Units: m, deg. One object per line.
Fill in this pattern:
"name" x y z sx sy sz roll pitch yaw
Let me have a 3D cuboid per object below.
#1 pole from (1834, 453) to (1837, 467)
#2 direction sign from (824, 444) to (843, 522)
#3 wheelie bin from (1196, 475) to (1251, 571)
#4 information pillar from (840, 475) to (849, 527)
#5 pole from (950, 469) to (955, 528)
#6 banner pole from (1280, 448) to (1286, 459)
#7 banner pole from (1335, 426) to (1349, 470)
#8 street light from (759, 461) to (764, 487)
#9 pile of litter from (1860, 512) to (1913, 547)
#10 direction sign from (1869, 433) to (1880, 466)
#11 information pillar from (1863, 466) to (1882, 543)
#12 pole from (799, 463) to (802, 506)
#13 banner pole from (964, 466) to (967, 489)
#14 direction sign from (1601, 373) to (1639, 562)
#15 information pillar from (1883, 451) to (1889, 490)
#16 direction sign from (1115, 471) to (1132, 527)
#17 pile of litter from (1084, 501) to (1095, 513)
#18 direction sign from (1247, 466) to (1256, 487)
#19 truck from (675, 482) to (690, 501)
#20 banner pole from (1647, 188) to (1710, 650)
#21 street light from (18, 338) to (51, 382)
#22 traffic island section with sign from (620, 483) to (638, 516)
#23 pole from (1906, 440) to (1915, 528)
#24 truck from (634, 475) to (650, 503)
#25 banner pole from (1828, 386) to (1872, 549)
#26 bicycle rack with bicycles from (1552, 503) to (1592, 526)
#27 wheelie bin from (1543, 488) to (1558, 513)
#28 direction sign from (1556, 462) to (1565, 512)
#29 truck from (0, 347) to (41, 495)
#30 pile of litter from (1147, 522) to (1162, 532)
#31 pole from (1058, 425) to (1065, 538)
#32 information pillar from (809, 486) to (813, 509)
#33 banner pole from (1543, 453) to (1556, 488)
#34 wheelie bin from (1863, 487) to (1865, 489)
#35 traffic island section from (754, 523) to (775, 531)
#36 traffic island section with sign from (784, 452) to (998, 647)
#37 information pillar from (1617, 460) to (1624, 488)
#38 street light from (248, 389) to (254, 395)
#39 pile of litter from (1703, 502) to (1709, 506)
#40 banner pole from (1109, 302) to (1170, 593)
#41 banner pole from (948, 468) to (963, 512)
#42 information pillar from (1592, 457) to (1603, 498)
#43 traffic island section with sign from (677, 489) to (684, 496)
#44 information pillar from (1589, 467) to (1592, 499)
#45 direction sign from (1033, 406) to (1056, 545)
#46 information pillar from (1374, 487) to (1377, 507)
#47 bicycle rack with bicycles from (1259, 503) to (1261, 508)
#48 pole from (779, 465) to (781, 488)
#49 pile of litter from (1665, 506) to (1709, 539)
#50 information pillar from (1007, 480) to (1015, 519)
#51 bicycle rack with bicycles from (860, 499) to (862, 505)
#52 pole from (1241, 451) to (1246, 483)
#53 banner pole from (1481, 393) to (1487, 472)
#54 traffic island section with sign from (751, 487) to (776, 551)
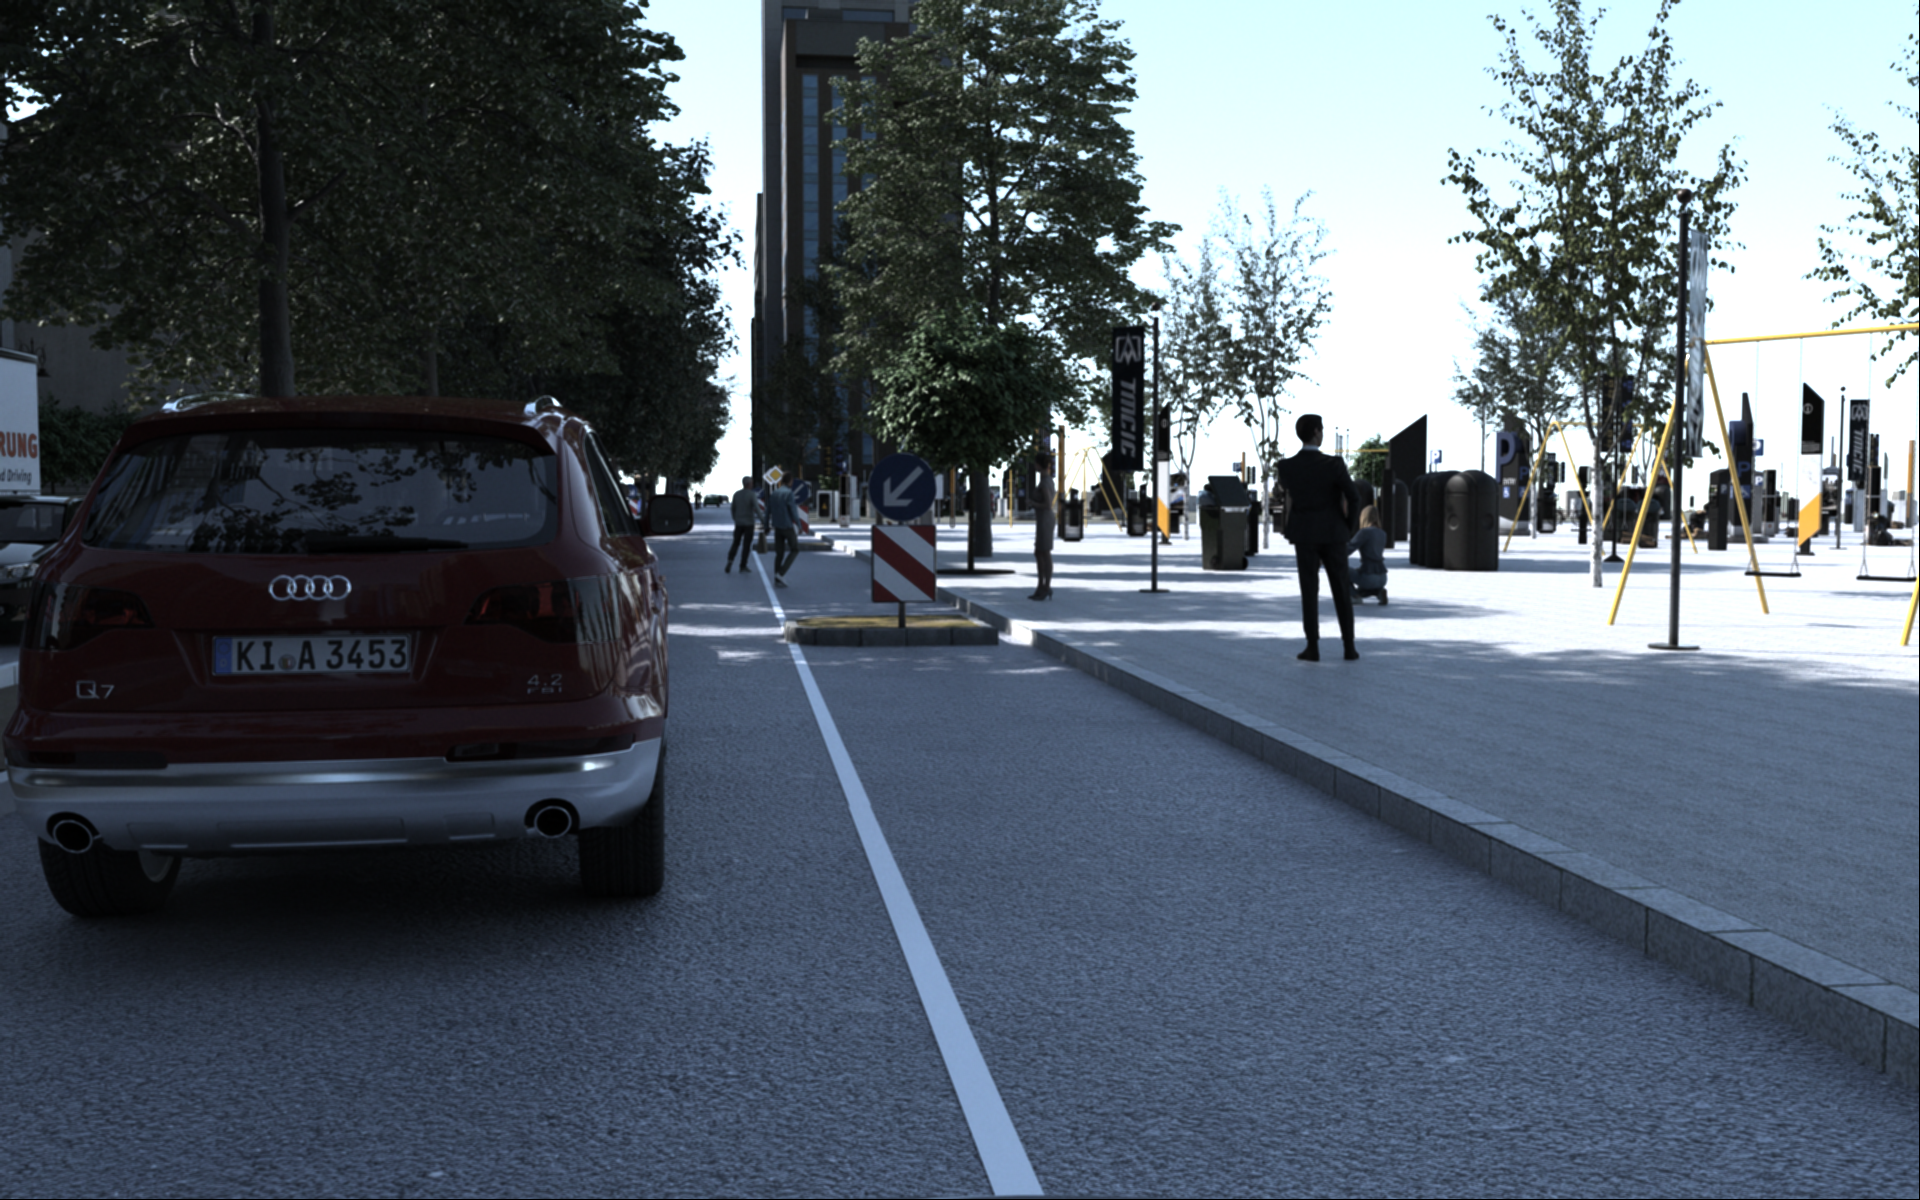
"pole" 43.884 -5.699 87.017 0.158 3.312 0.155 0 3 0
"direction sign" -5.725 -5.283 78.369 0.876 3.537 0.379 0 4 0
"wheelie bin" 4.423 -1.308 29.286 0.980 1.594 0.693 -2 4 -28
"information pillar" -4.441 -3.802 66.658 0.304 2.012 0.304 1 4 14
"pole" -0.280 -4.382 65.493 0.158 3.312 0.155 0 3 0
"banner pole" 17.541 -6.374 94.228 0.401 3.779 0.863 -1 4 -11
"banner pole" 14.046 -4.541 64.254 0.401 3.779 0.863 2 4 35
"street light" -26.185 -15.576 227.454 0.468 5.910 1.993 0 4 -8
"pile of litter" 23.053 -1.777 43.020 1.176 0.858 1.719 1 4 22
"direction sign" 34.150 -4.450 64.759 0.876 3.537 0.379 -3 5 -43
"information pillar" 24.111 -2.524 45.765 0.304 2.012 0.304 0 4 4
"pole" -10.387 -7.272 112.747 0.158 3.312 0.155 0 3 0
"banner pole" 0.270 -7.583 114.006 0.401 3.779 0.863 -2 4 -28
"direction sign" 12.395 -2.491 32.724 0.876 3.537 0.379 -2 4 -32
"information pillar" 50.924 -6.356 95.279 0.504 3.616 0.183 -3 5 -43
"direction sign" 6.329 -4.591 67.063 0.876 3.537 0.379 -3 5 -41
"pile of litter" 8.780 -6.251 116.162 1.719 0.858 1.176 0 4 3
"direction sign" 23.484 -9.036 139.729 0.876 3.537 0.379 -2 4 -27
"truck" -43.261 -17.055 268.614 2.967 4.110 18.799 0 4 -8
"banner pole" 6.081 -1.495 14.458 0.401 3.779 0.863 3 5 40
"street light" -27.394 -4.802 51.302 0.468 5.910 1.993 0 4 -8
"traffic island section with sign" -14.448 -4.157 76.104 2.006 1.907 1.989 0 4 -8
"pole" 35.596 -4.345 64.880 0.158 3.312 0.155 0 3 0
"truck" -40.267 -14.205 221.160 2.839 4.237 11.283 0 4 -8
"banner pole" 20.686 -3.070 40.215 0.863 3.779 0.401 0 4 4
"bicycle rack with bicycles" 25.668 -3.467 70.060 2.852 0.926 2.925 -3 5 -43
"wheelie bin" 29.667 -4.862 87.403 0.980 1.594 0.693 1 4 14
"direction sign" 41.733 -7.864 120.569 0.876 3.537 0.379 -1 4 -18
"truck" -18.868 -2.450 28.974 2.839 4.237 11.283 0 4 -8
"pile of litter" 6.767 -2.779 59.406 1.719 0.858 1.176 0 4 -6
"pole" 2.991 -3.500 51.062 0.158 3.312 0.155 0 3 0
"information pillar" -13.122 -9.045 152.375 0.304 2.012 0.304 -1 4 -22
"banner pole" 31.157 -6.226 91.814 0.863 3.779 0.401 1 4 15
"wheelie bin" 35.541 -3.665 67.837 0.693 1.594 0.980 -3 4 -38
"traffic island section" -7.324 -2.878 69.332 2.009 0.180 2.903 0 4 -8
"traffic island section with sign" -0.750 -0.527 17.243 1.989 1.847 2.006 0 4 -8
"information pillar" 37.105 -6.473 97.185 0.183 3.616 0.504 0 4 -7
"street light" -30.336 -6.222 74.517 0.468 5.910 1.993 0 4 -8
"pile of litter" 39.213 -4.741 91.479 1.719 0.858 1.176 -2 4 -28
"banner pole" 2.351 -2.002 22.742 0.863 3.779 0.401 2 4 30
"banner pole" -0.348 -7.185 107.490 0.863 3.779 0.401 -1 4 -11
"information pillar" 35.585 -6.427 96.429 0.183 3.616 0.504 -1 4 -21
"traffic island section with sign" -24.332 -8.713 150.592 2.006 1.907 1.989 0 4 -8
"information pillar" 52.936 -9.426 145.474 0.183 3.616 0.504 1 4 11
"direction sign" 2.041 -3.155 43.577 0.379 3.537 0.876 -2 4 -29
"information pillar" 22.625 -6.325 94.767 0.504 3.616 0.183 -2 4 -34
"bicycle rack with bicycles" 23.416 -7.134 130.022 2.925 0.926 2.852 0 4 -5
"pole" -12.596 -7.794 121.276 0.158 3.312 0.155 0 3 0
"pile of litter" 20.883 -2.164 49.350 1.176 0.858 1.719 -1 4 -13
"information pillar" 2.665 -5.263 90.535 0.304 2.012 0.304 -3 4 -37
"bicycle rack with bicycles" -6.802 -7.445 135.111 2.852 0.926 2.925 0 4 4
"pole" 13.532 -5.434 82.685 0.158 3.312 0.155 0 3 0
"banner pole" 12.880 -3.216 42.605 0.401 3.779 0.863 1 4 12
"traffic island section with sign" -4.321 -2.179 44.249 1.989 1.847 2.006 0 4 -8
